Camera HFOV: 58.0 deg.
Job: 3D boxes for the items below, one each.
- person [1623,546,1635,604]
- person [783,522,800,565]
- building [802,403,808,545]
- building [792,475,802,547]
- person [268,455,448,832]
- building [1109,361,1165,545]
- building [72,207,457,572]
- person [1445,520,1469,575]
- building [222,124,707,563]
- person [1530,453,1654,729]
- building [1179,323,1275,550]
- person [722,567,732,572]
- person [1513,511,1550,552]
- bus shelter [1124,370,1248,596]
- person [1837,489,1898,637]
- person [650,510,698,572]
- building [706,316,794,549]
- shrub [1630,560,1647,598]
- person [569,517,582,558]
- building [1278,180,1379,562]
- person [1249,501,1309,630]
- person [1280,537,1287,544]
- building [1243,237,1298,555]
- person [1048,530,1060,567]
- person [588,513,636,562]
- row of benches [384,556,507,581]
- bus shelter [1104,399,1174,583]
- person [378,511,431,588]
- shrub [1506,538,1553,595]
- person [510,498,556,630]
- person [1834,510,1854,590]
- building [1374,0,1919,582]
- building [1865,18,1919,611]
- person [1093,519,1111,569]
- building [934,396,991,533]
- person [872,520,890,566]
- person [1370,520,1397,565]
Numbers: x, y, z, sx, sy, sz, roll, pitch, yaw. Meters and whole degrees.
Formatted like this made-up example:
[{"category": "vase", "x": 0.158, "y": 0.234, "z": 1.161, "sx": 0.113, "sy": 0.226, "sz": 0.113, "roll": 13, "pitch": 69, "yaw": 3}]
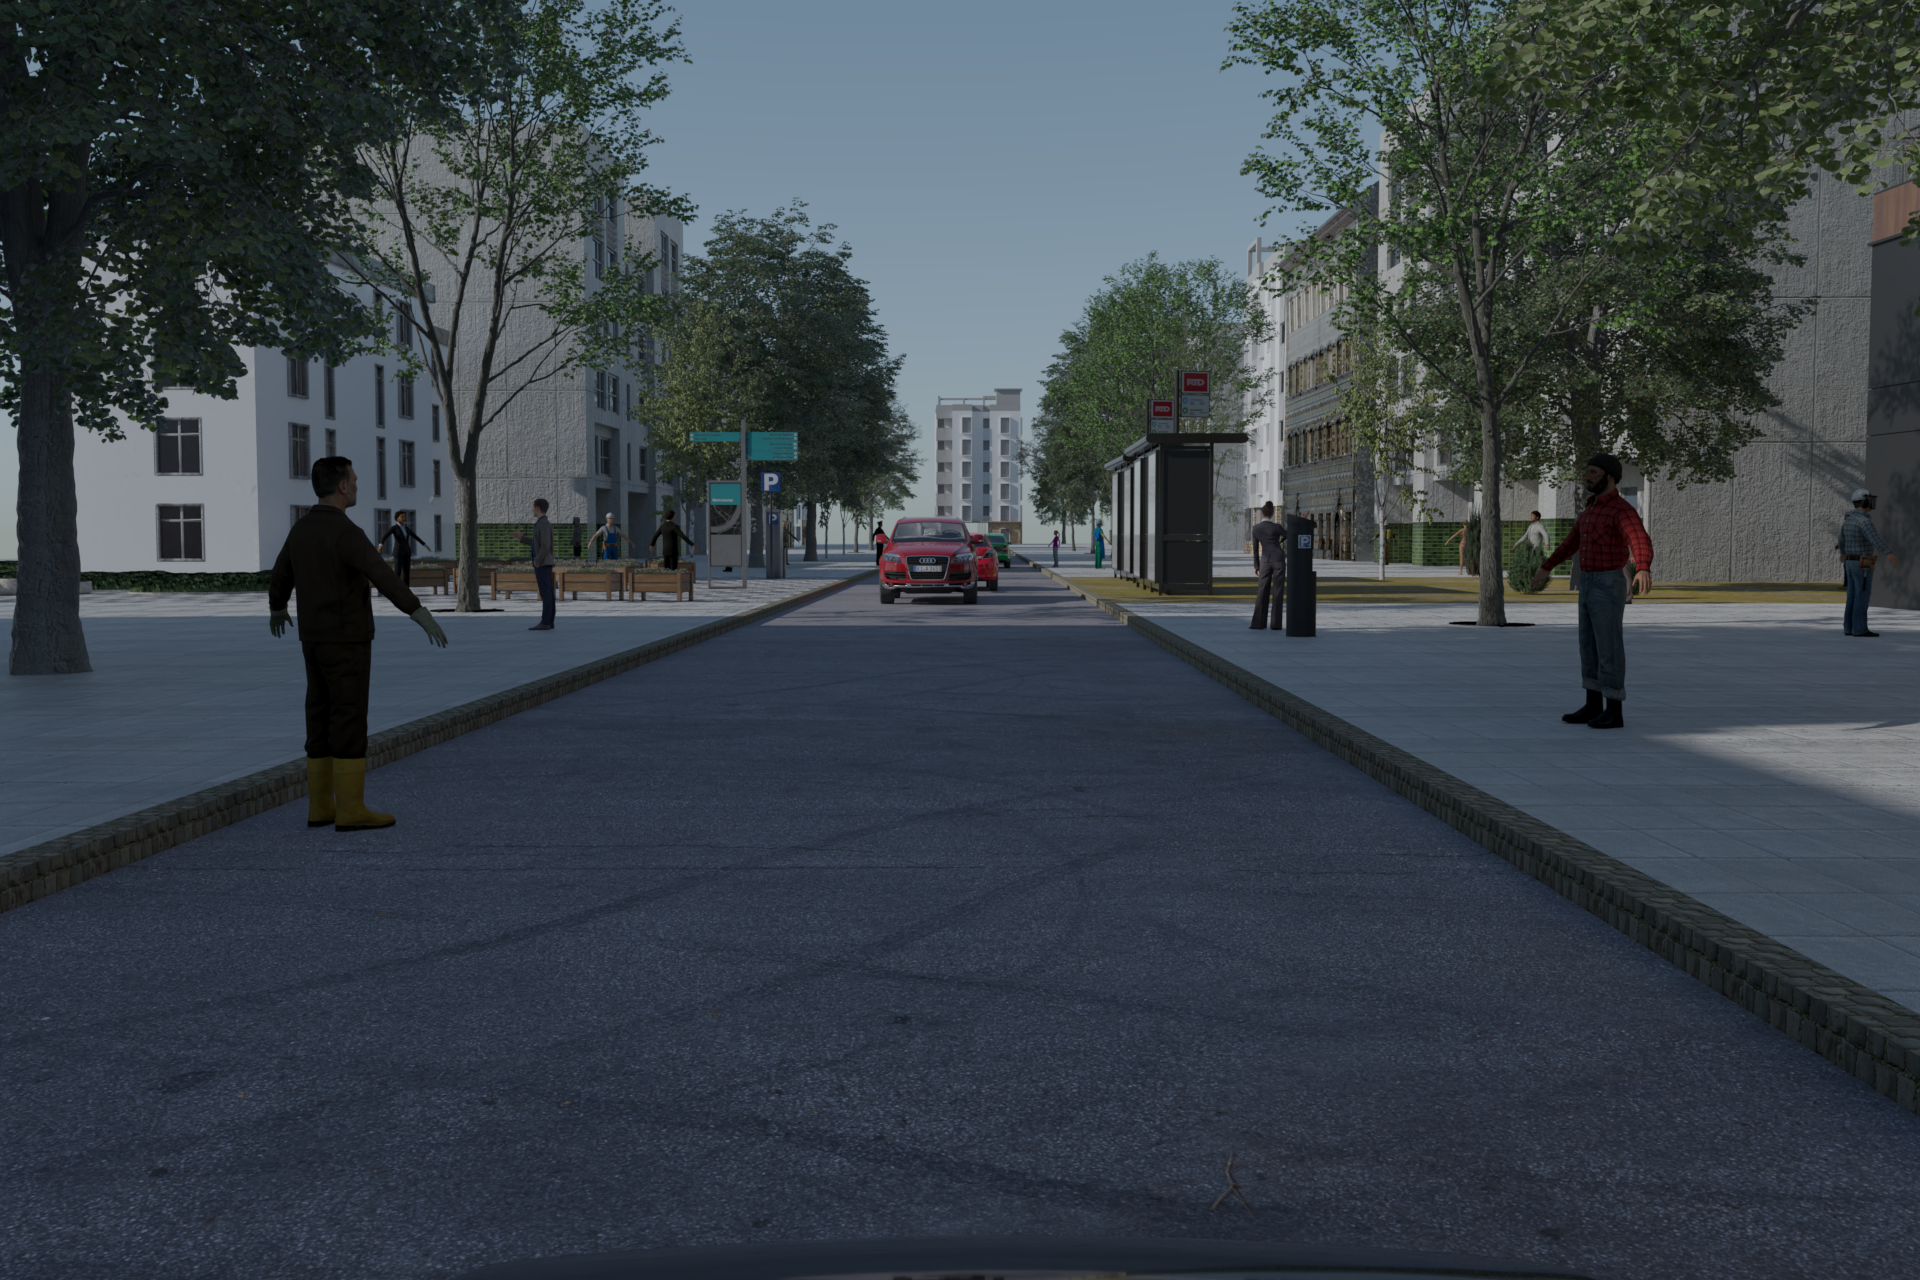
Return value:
[{"category": "person", "x": 12.093, "y": -1.536, "z": 31.710, "sx": 0.434, "sy": 1.755, "sz": 0.990, "roll": 0, "pitch": 4, "yaw": -3}, {"category": "person", "x": -7.311, "y": -4.021, "z": 72.020, "sx": 1.348, "sy": 1.796, "sz": 0.705, "roll": -2, "pitch": 4, "yaw": -33}, {"category": "building", "x": -23.008, "y": -20.932, "z": 198.658, "sx": 16.016, "sy": 20.090, "sz": 11.380, "roll": 0, "pitch": 4, "yaw": 0}, {"category": "building", "x": -21.074, "y": -14.690, "z": 182.326, "sx": 9.099, "sy": 9.664, "sz": 28.070, "roll": 0, "pitch": 4, "yaw": 0}, {"category": "person", "x": -3.016, "y": 0.008, "z": 8.458, "sx": 1.346, "sy": 1.812, "sz": 0.704, "roll": 3, "pitch": 4, "yaw": 36}, {"category": "building", "x": 25.732, "y": -19.541, "z": 185.948, "sx": 16.747, "sy": 18.905, "sz": 31.486, "roll": 0, "pitch": 4, "yaw": 0}, {"category": "building", "x": -22.231, "y": -7.128, "z": 58.694, "sx": 9.099, "sy": 9.664, "sz": 28.070, "roll": 0, "pitch": 4, "yaw": 2}, {"category": "person", "x": 15.854, "y": -2.914, "z": 54.446, "sx": 1.217, "sy": 1.733, "sz": 0.721, "roll": 0, "pitch": 4, "yaw": -3}, {"category": "building", "x": -24.289, "y": -13.723, "z": 90.823, "sx": 16.747, "sy": 18.905, "sz": 31.486, "roll": 0, "pitch": 4, "yaw": 1}, {"category": "person", "x": 4.252, "y": -0.333, "z": 11.550, "sx": 0.704, "sy": 1.816, "sz": 1.345, "roll": -1, "pitch": 4, "yaw": -11}, {"category": "building", "x": 28.497, "y": -17.562, "z": 153.591, "sx": 16.747, "sy": 18.905, "sz": 31.486, "roll": 0, "pitch": 4, "yaw": 1}, {"category": "person", "x": -7.869, "y": -3.228, "z": 58.564, "sx": 0.705, "sy": 1.856, "sz": 1.354, "roll": -1, "pitch": 4, "yaw": -22}, {"category": "person", "x": 12.951, "y": -2.013, "z": 39.092, "sx": 0.705, "sy": 1.806, "sz": 1.347, "roll": -1, "pitch": 4, "yaw": -16}, {"category": "bus shelter", "x": 5.015, "y": -3.823, "z": 40.146, "sx": 2.179, "sy": 5.291, "sz": 8.768, "roll": 0, "pitch": 4, "yaw": 1}, {"category": "person", "x": 11.305, "y": -0.970, "z": 21.694, "sx": 0.704, "sy": 1.849, "sz": 1.345, "roll": 0, "pitch": 4, "yaw": 2}, {"category": "person", "x": -6.267, "y": -1.923, "z": 37.621, "sx": 1.347, "sy": 1.806, "sz": 0.705, "roll": 2, "pitch": 4, "yaw": 33}, {"category": "building", "x": -25.286, "y": -19.815, "z": 154.911, "sx": 19.493, "sy": 23.208, "sz": 18.063, "roll": 0, "pitch": 4, "yaw": 2}, {"category": "shrub", "x": 13.156, "y": -1.419, "z": 34.320, "sx": 1.383, "sy": 1.207, "sz": 1.383, "roll": 0, "pitch": 3, "yaw": 0}, {"category": "person", "x": -11.801, "y": -2.883, "z": 53.264, "sx": 0.705, "sy": 1.813, "sz": 1.348, "roll": -1, "pitch": 4, "yaw": -21}, {"category": "building", "x": 27.453, "y": -15.734, "z": 88.174, "sx": 19.493, "sy": 23.208, "sz": 18.063, "roll": 0, "pitch": 4, "yaw": 0}, {"category": "person", "x": 4.274, "y": -1.000, "z": 23.200, "sx": 0.742, "sy": 1.727, "sz": 0.445, "roll": 0, "pitch": 4, "yaw": -2}, {"category": "person", "x": 9.072, "y": -2.489, "z": 47.154, "sx": 0.721, "sy": 1.772, "sz": 1.216, "roll": -2, "pitch": 4, "yaw": -32}, {"category": "building", "x": 23.535, "y": -15.598, "z": 111.441, "sx": 16.016, "sy": 20.090, "sz": 11.380, "roll": 0, "pitch": 4, "yaw": 1}, {"category": "person", "x": 3.625, "y": -3.508, "z": 66.624, "sx": 0.599, "sy": 1.433, "sz": 0.991, "roll": -1, "pitch": 4, "yaw": -22}, {"category": "person", "x": -9.376, "y": -2.486, "z": 46.505, "sx": 1.347, "sy": 1.847, "sz": 0.705, "roll": -2, "pitch": 4, "yaw": -34}, {"category": "row of benches", "x": -14.028, "y": -1.904, "z": 46.585, "sx": 4.104, "sy": 0.672, "sz": 1.422, "roll": -3, "pitch": 5, "yaw": -43}, {"category": "bus shelter", "x": 5.311, "y": -4.379, "z": 49.223, "sx": 2.179, "sy": 5.291, "sz": 8.768, "roll": 0, "pitch": 4, "yaw": 0}, {"category": "person", "x": -10.941, "y": -1.674, "z": 34.083, "sx": 0.721, "sy": 1.740, "sz": 1.216, "roll": 3, "pitch": 4, "yaw": 36}, {"category": "shrub", "x": 12.064, "y": -1.563, "z": 36.680, "sx": 1.383, "sy": 1.207, "sz": 1.383, "roll": 0, "pitch": 3, "yaw": 0}, {"category": "person", "x": -5.758, "y": -1.020, "z": 23.244, "sx": 0.750, "sy": 1.759, "sz": 0.617, "roll": 0, "pitch": 4, "yaw": 6}, {"category": "person", "x": 20.473, "y": -2.077, "z": 39.929, "sx": 0.705, "sy": 1.833, "sz": 1.349, "roll": 1, "pitch": 4, "yaw": 12}, {"category": "building", "x": 26.775, "y": -11.910, "z": 61.187, "sx": 16.747, "sy": 18.905, "sz": 31.486, "roll": 0, "pitch": 4, "yaw": 0}, {"category": "building", "x": 26.383, "y": -10.390, "z": 13.850, "sx": 27.936, "sy": 21.610, "sz": 32.646, "roll": 0, "pitch": 4, "yaw": 1}, {"category": "person", "x": 5.094, "y": -3.480, "z": 63.026, "sx": 0.704, "sy": 1.817, "sz": 1.347, "roll": -1, "pitch": 4, "yaw": -21}, {"category": "building", "x": -2.920, "y": -22.583, "z": 228.104, "sx": 11.380, "sy": 20.090, "sz": 16.016, "roll": 0, "pitch": 4, "yaw": -6}, {"category": "person", "x": -3.217, "y": -3.929, "z": 70.170, "sx": 0.705, "sy": 1.837, "sz": 1.347, "roll": -3, "pitch": 4, "yaw": -37}, {"category": "person", "x": 17.423, "y": -3.997, "z": 71.113, "sx": 1.354, "sy": 1.858, "sz": 0.705, "roll": -2, "pitch": 4, "yaw": -25}]
